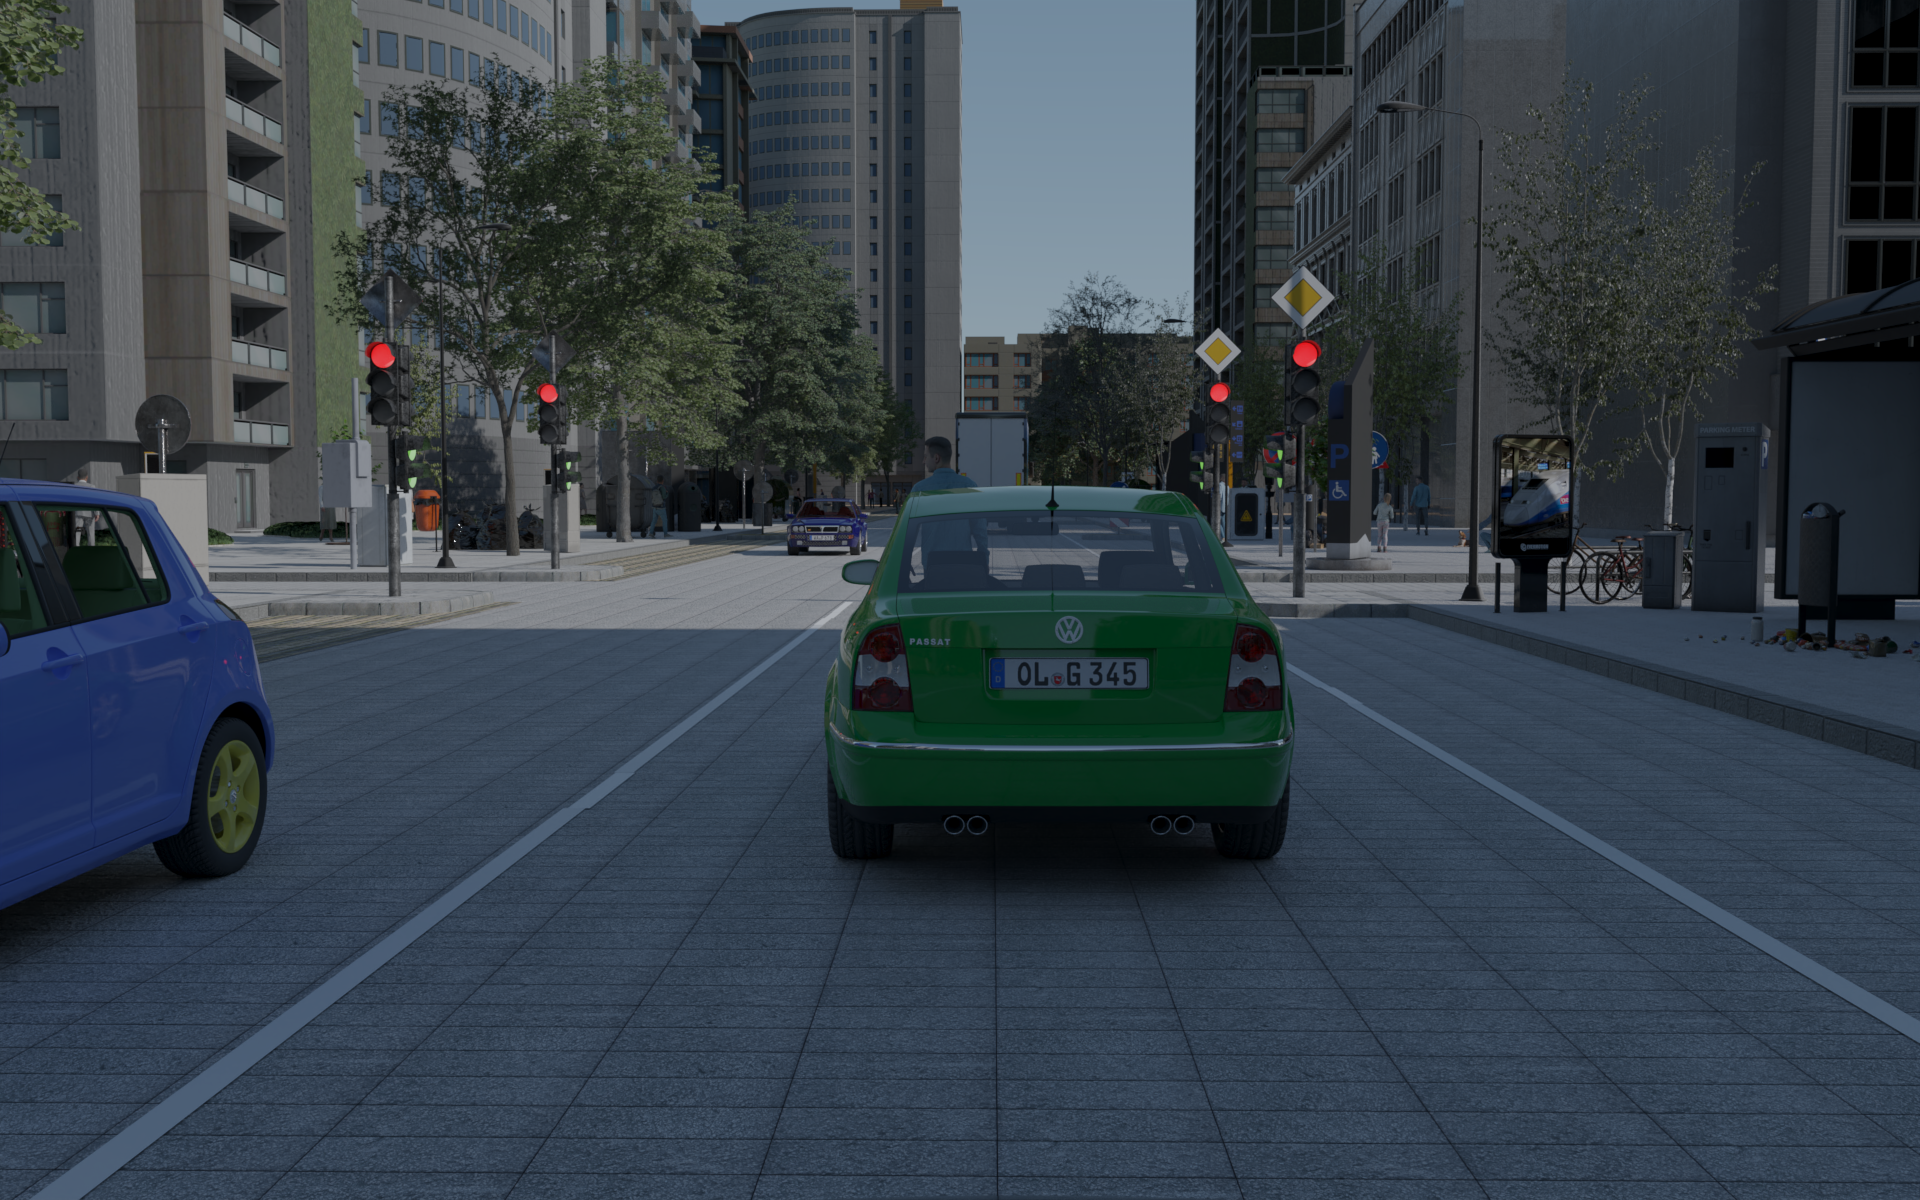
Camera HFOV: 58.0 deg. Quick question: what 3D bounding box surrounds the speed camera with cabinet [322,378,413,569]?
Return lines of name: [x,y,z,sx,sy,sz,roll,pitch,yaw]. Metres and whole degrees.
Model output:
speed camera with cabinet: [-10.358,-2.199,30.294,0.660,3.252,2.038,1,4,11]

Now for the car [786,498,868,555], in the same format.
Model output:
car: [-3.170,-1.782,41.723,1.945,1.354,3.894,0,4,0]

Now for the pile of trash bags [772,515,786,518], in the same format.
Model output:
pile of trash bags: [-10.069,-5.053,92.371,1.912,1.369,3.447,0,4,-7]

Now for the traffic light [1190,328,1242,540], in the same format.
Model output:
traffic light: [4.338,-2.475,29.393,0.839,4.253,0.868,0,4,1]

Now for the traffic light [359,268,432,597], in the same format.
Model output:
traffic light: [-7.069,-1.999,21.601,0.839,4.253,0.868,0,4,1]

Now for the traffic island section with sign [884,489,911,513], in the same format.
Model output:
traffic island section with sign: [-4.737,-7.548,132.040,1.989,1.847,2.006,0,4,1]

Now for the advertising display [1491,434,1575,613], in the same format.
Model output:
advertising display: [6.198,-0.829,18.762,0.974,1.923,0.123,-1,4,-19]

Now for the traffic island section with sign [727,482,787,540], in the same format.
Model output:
traffic island section with sign: [-6.183,-2.794,54.313,1.989,1.847,2.006,0,4,1]

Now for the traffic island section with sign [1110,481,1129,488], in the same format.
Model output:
traffic island section with sign: [4.853,-2.812,54.606,1.989,1.847,2.006,0,4,1]

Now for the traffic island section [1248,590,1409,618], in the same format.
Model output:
traffic island section: [4.231,0.046,21.523,2.009,0.180,2.903,0,4,1]

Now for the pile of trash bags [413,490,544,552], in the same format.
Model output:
pile of trash bags: [-11.137,-1.832,39.713,1.912,1.369,3.447,2,4,29]

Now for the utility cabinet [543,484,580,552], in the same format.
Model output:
utility cabinet: [-8.793,-1.803,38.151,0.318,1.500,1.173,-3,5,-39]

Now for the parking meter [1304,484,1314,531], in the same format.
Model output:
parking meter: [8.663,-2.122,43.110,0.372,1.533,0.369,0,3,0]

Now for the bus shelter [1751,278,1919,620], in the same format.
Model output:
bus shelter: [9.088,-1.296,15.110,2.014,3.302,5.546,0,4,1]

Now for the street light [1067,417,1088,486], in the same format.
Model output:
street light: [7.160,-8.071,104.500,1.470,5.913,1.316,0,4,1]

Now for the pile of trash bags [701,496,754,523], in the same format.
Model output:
pile of trash bags: [-10.404,-4.155,77.682,3.447,1.369,1.912,0,4,2]

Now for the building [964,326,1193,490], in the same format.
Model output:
building: [15.120,-22.521,213.255,28.899,21.520,27.650,0,4,1]

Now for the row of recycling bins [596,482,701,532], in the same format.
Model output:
row of recycling bins: [-10.595,-3.168,58.915,3.534,1.692,1.069,-1,4,-8]

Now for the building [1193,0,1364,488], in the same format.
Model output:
building: [30.571,-43.993,157.533,20.563,71.187,20.611,0,4,1]

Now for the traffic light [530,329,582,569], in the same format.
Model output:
traffic light: [-6.921,-2.487,29.585,0.839,4.253,0.868,0,4,1]

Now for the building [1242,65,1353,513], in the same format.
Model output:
building: [26.569,-21.335,120.530,14.160,30.474,14.107,0,4,1]

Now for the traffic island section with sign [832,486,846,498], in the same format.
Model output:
traffic island section with sign: [-5.682,-4.464,81.614,1.989,1.847,2.006,0,4,1]

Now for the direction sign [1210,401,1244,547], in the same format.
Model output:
direction sign: [6.459,-3.056,41.967,0.876,3.537,0.379,-1,4,-17]

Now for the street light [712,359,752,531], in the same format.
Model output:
street light: [-7.849,-5.335,59.775,1.470,5.913,1.316,0,4,1]

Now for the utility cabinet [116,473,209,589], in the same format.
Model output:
utility cabinet: [-8.771,-0.635,19.064,0.318,1.500,1.173,1,4,10]

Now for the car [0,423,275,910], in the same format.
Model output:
car: [-3.602,0.265,5.257,1.945,1.707,3.694,0,4,2]

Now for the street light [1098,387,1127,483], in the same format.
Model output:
street light: [6.676,-6.281,75.239,1.470,5.913,1.316,0,4,1]

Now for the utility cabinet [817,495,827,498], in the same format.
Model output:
utility cabinet: [-8.075,-5.453,100.318,0.306,1.237,1.020,-2,4,-34]

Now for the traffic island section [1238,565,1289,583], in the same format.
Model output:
traffic island section: [4.378,-0.442,29.506,2.009,0.180,2.903,0,4,1]

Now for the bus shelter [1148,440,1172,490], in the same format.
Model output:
bus shelter: [9.576,-5.300,77.944,1.731,3.624,6.357,0,4,1]

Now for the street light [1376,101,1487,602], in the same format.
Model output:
street light: [5.625,-2.943,20.659,1.470,5.913,1.316,0,4,1]

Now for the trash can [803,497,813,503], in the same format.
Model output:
trash can: [-8.021,-4.916,92.036,0.748,1.137,0.748,0,3,0]

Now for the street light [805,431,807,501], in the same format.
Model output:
street light: [-7.369,-7.125,89.036,1.470,5.913,1.316,0,4,1]

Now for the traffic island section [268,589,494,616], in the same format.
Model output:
traffic island section: [-7.109,0.033,21.736,2.009,0.180,2.903,0,4,1]

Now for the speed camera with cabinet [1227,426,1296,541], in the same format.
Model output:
speed camera with cabinet: [8.433,-3.275,47.890,2.038,3.252,0.660,0,4,-2]

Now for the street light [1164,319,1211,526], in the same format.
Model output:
street light: [6.088,-4.492,45.979,1.470,5.913,1.316,0,4,1]

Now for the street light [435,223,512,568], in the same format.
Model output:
street light: [-8.377,-3.505,29.845,1.470,5.913,1.316,0,4,1]

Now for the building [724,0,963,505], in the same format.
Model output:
building: [-13.824,-40.818,209.366,28.212,58.520,21.231,0,4,1]

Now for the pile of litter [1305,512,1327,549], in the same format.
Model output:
pile of litter: [8.834,-1.667,41.224,1.719,0.858,1.176,-1,4,-15]

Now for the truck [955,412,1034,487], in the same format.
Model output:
truck: [1.319,-4.647,64.890,2.839,4.237,11.283,0,4,3]

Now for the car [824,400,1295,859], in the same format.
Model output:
car: [0.376,0.038,8.170,1.959,1.807,4.718,0,3,0]

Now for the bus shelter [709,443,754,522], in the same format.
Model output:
bus shelter: [-10.743,-5.632,83.359,1.731,3.624,6.357,0,4,1]

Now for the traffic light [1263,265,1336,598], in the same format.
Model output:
traffic light: [4.191,-1.987,21.409,0.839,4.253,0.868,0,4,1]

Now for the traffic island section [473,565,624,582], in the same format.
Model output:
traffic island section: [-6.961,-0.455,29.720,2.009,0.180,2.903,0,4,1]

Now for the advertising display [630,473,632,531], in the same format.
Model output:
advertising display: [-10.286,-2.953,53.492,0.123,1.923,0.974,-1,4,-23]
